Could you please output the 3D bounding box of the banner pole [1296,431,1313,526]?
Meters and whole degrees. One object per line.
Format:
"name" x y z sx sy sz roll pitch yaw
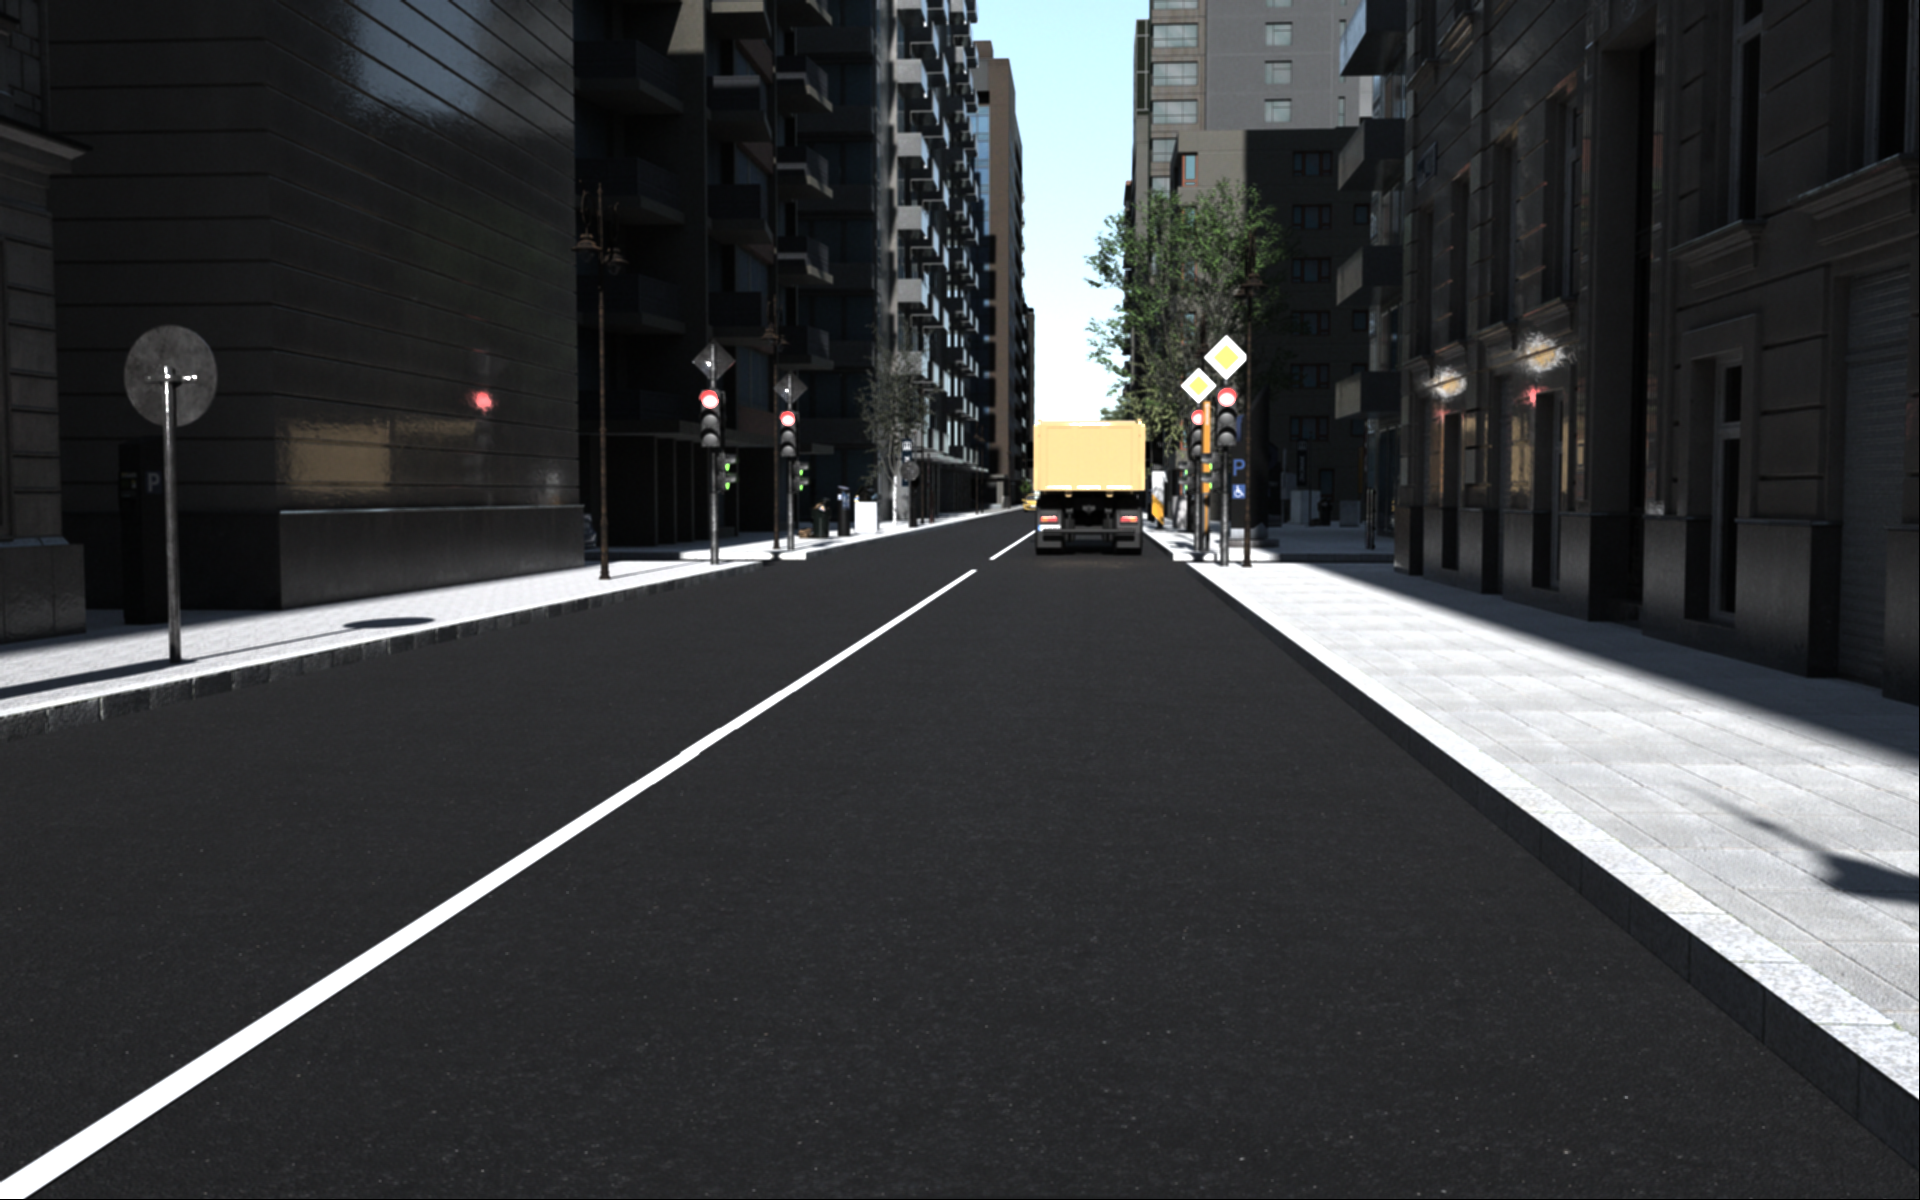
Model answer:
"banner pole" 13.664 -4.801 68.519 0.863 3.779 0.401 -1 4 -21

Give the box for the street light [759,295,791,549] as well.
"street light" -4.285 -4.127 40.272 0.468 5.910 1.993 0 4 4

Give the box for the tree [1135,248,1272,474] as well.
"tree" 7.257 -6.186 51.505 4.360 8.622 3.978 0 3 0

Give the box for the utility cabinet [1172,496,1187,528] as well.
"utility cabinet" 8.490 -3.292 64.980 1.020 1.237 0.306 -1 4 -22

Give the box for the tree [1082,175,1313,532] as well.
"tree" 7.858 -8.083 57.913 9.928 11.665 9.643 0 3 0

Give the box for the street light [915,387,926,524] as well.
"street light" -1.621 -6.242 74.841 0.468 5.910 1.993 0 4 4

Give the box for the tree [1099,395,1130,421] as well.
"tree" 18.397 -17.052 196.935 7.486 12.596 7.792 0 3 0

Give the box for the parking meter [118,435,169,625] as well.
"parking meter" -8.056 -0.695 17.082 0.255 1.863 0.399 1 4 17

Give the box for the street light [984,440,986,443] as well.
"street light" 1.493 -8.759 115.990 0.468 5.910 1.993 0 4 4

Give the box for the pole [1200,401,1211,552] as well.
"pole" 5.410 -2.710 38.145 0.158 3.312 0.155 0 3 0

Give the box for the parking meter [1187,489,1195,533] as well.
"parking meter" 7.677 -2.981 57.152 0.372 1.533 0.369 0 3 0

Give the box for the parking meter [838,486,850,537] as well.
"parking meter" -3.513 -2.687 52.348 0.372 1.533 0.369 0 3 0

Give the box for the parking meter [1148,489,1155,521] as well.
"parking meter" 9.246 -4.600 83.616 0.372 1.533 0.369 0 3 0

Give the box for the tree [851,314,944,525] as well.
"tree" -2.705 -7.415 71.599 4.360 8.622 3.978 0 3 0

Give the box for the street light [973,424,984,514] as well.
"street light" 1.073 -8.356 109.407 0.468 5.910 1.993 0 4 4

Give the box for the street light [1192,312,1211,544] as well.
"street light" 6.171 -4.361 44.097 0.468 5.910 1.993 0 4 4

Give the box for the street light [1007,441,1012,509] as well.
"street light" 4.307 -10.908 151.129 0.468 5.910 1.993 0 4 4

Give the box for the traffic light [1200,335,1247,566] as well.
"traffic light" 4.688 -2.557 30.732 0.839 4.253 0.868 0 4 4

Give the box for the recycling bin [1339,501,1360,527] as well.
"recycling bin" 15.184 -3.356 67.432 0.722 1.027 0.722 1 4 19

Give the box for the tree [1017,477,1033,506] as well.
"tree" 7.281 -11.998 190.768 1.663 3.219 1.824 0 3 0

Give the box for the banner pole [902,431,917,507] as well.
"banner pole" -1.964 -4.816 68.761 0.863 3.779 0.401 2 4 29

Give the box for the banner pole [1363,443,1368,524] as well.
"banner pole" 17.398 -5.131 73.914 0.401 3.779 0.863 0 4 5

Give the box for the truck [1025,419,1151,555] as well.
"truck" 3.286 -2.959 44.297 3.469 3.379 9.791 0 4 4

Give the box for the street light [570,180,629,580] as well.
"street light" -5.347 -3.248 25.895 0.468 5.910 1.993 0 4 4

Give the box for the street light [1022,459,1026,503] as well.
"street light" 6.874 -13.047 186.099 0.468 5.910 1.993 0 4 4

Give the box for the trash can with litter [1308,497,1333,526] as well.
"trash can with litter" 14.499 -3.574 69.827 0.624 1.170 1.055 -3 4 -38

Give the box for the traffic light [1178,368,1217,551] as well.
"traffic light" 5.296 -3.044 38.694 0.839 4.253 0.868 0 4 4

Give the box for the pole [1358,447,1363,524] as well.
"pole" 17.284 -4.950 74.780 0.158 3.312 0.155 0 3 0

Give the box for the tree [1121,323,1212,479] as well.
"tree" 8.746 -7.578 74.269 4.737 8.622 4.395 0 3 0

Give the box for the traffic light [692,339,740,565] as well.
"traffic light" -4.448 -2.599 31.410 0.839 4.253 0.868 0 4 4

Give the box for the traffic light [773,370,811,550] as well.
"traffic light" -3.840 -3.086 39.372 0.839 4.253 0.868 0 4 4

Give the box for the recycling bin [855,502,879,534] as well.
"recycling bin" -2.995 -2.644 55.776 0.722 1.027 0.722 0 4 4

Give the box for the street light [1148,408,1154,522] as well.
"street light" 8.777 -6.476 78.670 0.468 5.910 1.993 0 4 4

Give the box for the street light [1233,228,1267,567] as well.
"street light" 5.057 -3.520 30.339 0.468 5.910 1.993 0 4 4

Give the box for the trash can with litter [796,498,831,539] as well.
"trash can with litter" -4.251 -2.367 50.092 1.055 1.170 0.624 2 4 25
